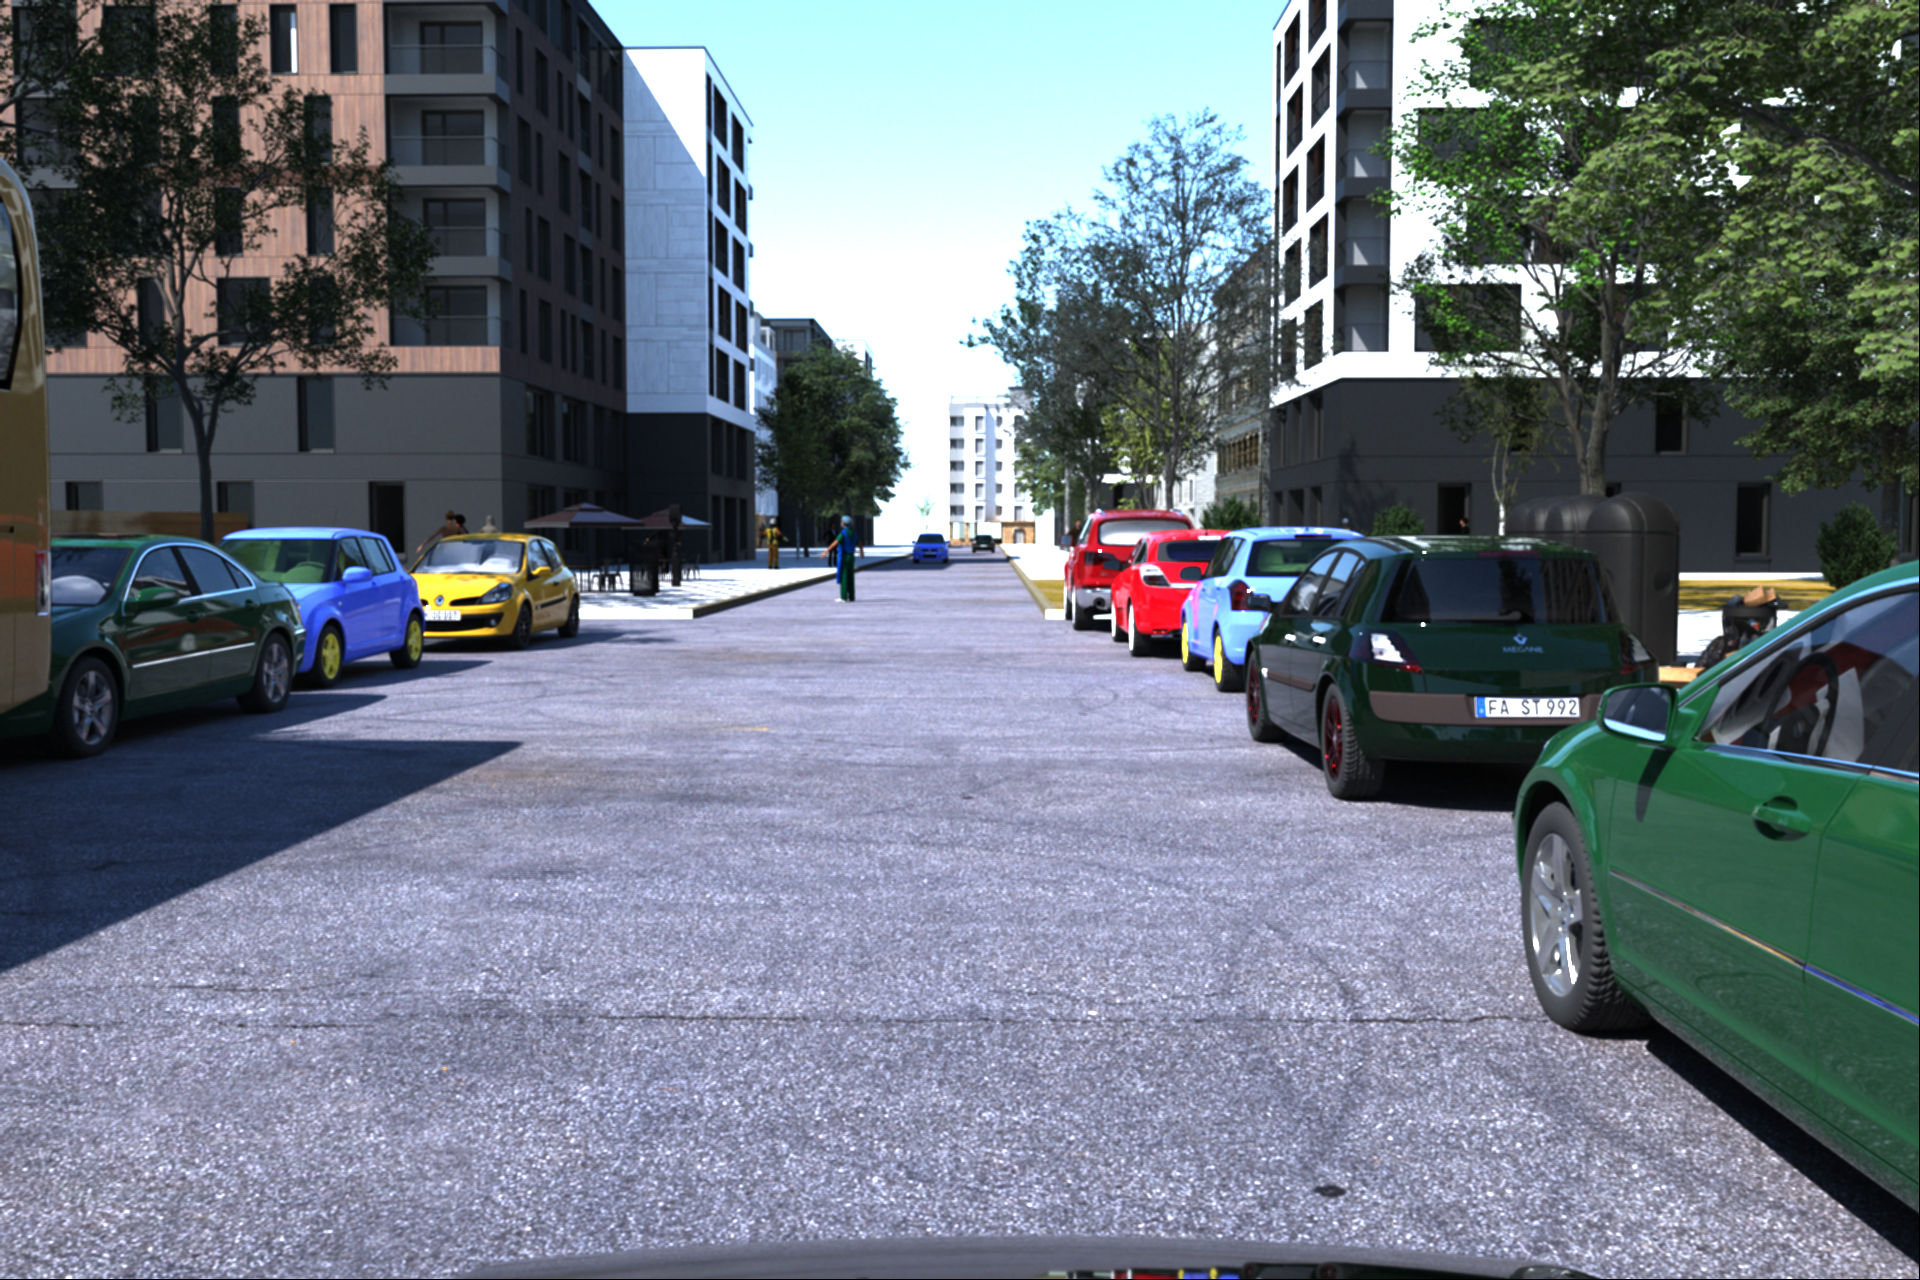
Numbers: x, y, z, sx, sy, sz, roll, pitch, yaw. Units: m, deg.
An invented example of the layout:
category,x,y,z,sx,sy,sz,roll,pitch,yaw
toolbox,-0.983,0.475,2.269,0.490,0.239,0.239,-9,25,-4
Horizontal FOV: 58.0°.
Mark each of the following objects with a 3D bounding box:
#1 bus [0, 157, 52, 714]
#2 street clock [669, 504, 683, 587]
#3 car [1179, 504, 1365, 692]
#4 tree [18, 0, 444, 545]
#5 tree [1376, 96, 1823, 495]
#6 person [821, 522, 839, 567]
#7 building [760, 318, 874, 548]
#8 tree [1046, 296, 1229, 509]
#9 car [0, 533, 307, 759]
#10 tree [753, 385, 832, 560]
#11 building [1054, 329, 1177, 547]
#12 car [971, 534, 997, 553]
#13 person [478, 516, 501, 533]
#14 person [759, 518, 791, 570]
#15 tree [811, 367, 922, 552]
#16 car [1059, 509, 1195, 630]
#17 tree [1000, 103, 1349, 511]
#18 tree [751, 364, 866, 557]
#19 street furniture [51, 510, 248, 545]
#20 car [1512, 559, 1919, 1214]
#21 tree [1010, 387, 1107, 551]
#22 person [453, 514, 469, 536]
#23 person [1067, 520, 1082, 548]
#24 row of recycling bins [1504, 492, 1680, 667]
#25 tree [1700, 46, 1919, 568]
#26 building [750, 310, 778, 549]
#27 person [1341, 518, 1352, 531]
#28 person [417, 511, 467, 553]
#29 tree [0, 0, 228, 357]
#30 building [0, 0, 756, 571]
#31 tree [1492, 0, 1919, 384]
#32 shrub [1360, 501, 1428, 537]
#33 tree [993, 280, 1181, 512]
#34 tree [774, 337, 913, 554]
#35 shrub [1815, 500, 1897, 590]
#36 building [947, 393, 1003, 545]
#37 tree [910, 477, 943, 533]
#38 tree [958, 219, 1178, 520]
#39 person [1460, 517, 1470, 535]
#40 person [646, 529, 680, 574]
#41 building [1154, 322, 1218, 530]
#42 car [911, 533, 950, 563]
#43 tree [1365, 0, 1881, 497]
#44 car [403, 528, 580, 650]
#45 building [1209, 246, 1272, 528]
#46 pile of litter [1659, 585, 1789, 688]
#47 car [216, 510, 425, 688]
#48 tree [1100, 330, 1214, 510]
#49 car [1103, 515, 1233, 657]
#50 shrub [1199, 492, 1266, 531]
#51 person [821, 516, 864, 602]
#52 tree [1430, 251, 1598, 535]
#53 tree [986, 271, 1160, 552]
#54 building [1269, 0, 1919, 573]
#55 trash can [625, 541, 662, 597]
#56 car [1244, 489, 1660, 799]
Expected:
category,x,y,z,sx,sy,sz,roll,pitch,yaw
bus,-6.511,-0.743,3.692,2.896,3.916,12.252,0,4,1
street clock,-6.958,-2.313,42.392,0.358,2.002,0.471,0,4,3
car,3.170,-0.453,16.995,1.945,1.707,3.694,0,3,0
tree,-12.398,-5.772,28.790,8.767,10.594,7.601,0,4,5
tree,12.868,-6.163,35.173,8.767,10.594,7.601,1,4,10
person,-4.924,-3.728,67.675,1.216,1.740,0.721,-3,4,-36
building,-23.992,-20.579,180.438,27.936,21.610,32.646,0,4,1
tree,6.924,-8.182,68.187,7.601,10.594,8.767,-1,4,-15
car,-6.425,-0.048,12.577,2.131,1.459,4.920,0,4,1
tree,-8.001,-8.229,84.907,4.737,8.622,4.395,0,3,0
building,24.104,-21.102,188.985,27.936,21.610,32.646,0,4,1
car,1.798,-7.473,131.978,2.009,1.686,4.222,0,4,1
person,-13.530,-2.683,49.997,1.348,1.813,0.705,1,4,15
person,-6.748,-3.486,62.760,1.354,1.858,0.705,2,4,29
tree,-7.792,-13.282,127.529,12.009,13.543,11.850,0,3,0
car,2.719,-1.137,27.270,2.281,1.827,5.304,0,4,1
tree,6.125,-8.533,49.886,12.009,13.543,11.850,0,3,0
tree,-8.840,-9.864,95.684,7.601,10.594,8.767,-1,4,-13
street furniture,-16.449,-1.759,35.620,9.812,1.723,11.010,2,4,25
car,2.610,0.501,3.603,2.131,1.459,4.920,0,4,1
tree,7.459,-13.194,133.842,7.486,12.596,7.792,0,3,0
person,-13.836,-2.546,47.764,0.704,1.843,1.345,1,4,18
person,4.342,-3.513,63.571,1.346,1.812,0.704,-1,4,-14
row of recycling bins,6.580,-0.687,18.349,1.069,1.692,3.534,0,4,1
tree,23.619,-8.390,43.829,9.857,13.997,8.962,0,3,0
building,-22.125,-17.821,147.793,16.016,20.090,11.380,0,4,1
person,12.054,-2.920,54.213,1.216,1.772,0.721,1,4,14
person,-9.848,-1.624,33.357,1.217,1.733,0.721,-3,4,-37
tree,-12.601,-5.166,18.881,8.767,10.594,7.601,-2,4,-25
building,-24.669,-13.895,71.155,27.936,21.610,32.646,0,4,1
tree,8.673,-5.931,15.101,7.486,12.596,7.792,0,3,0
shrub,10.494,-2.300,41.641,1.661,2.075,1.752,0,3,0
tree,6.532,-10.558,82.997,12.009,13.543,11.850,0,3,0
tree,-7.552,-12.538,111.645,9.857,13.997,8.962,0,3,0
shrub,19.387,-2.023,37.496,1.690,2.028,1.600,0,3,0
building,-1.313,-22.361,224.472,11.380,20.090,16.016,0,4,-5
tree,-3.901,-16.604,221.843,4.360,8.622,3.978,0,3,0
tree,6.731,-15.236,105.003,12.611,20.169,13.585,0,3,0
person,15.920,-2.974,54.820,0.705,1.806,1.347,2,4,26
person,-9.570,-3.053,55.850,1.347,1.837,0.705,-3,5,-40
building,27.187,-17.522,152.950,16.747,18.905,31.486,0,4,1
car,-1.440,-4.676,86.036,1.945,1.707,3.694,0,4,1
tree,9.637,-6.114,25.712,9.928,11.665,9.643,0,3,0
car,-6.201,-0.760,22.649,2.015,1.641,3.980,0,4,1
building,25.587,-16.572,101.883,19.493,23.208,18.063,0,4,1
pile of litter,6.357,-0.024,14.354,1.176,0.858,1.719,0,4,1
car,-6.668,-0.467,17.234,1.945,1.707,3.694,0,4,1
tree,6.517,-6.634,58.827,4.737,8.622,4.395,0,3,0
car,2.898,-0.774,21.693,2.155,1.783,4.494,0,4,1
shrub,5.099,-1.750,32.657,1.661,2.075,1.752,0,3,0
person,-2.421,-1.713,36.597,0.704,1.817,1.347,3,4,36
tree,13.641,-5.739,44.194,4.360,8.622,3.978,0,3,0
tree,8.880,-16.174,120.337,12.611,20.169,13.585,0,3,0
building,26.602,-13.978,72.507,27.936,21.610,32.646,0,4,1
trash can,-6.513,-1.472,35.716,0.748,1.137,0.748,0,3,0
car,2.866,-0.059,10.745,2.009,1.686,4.222,0,4,0
